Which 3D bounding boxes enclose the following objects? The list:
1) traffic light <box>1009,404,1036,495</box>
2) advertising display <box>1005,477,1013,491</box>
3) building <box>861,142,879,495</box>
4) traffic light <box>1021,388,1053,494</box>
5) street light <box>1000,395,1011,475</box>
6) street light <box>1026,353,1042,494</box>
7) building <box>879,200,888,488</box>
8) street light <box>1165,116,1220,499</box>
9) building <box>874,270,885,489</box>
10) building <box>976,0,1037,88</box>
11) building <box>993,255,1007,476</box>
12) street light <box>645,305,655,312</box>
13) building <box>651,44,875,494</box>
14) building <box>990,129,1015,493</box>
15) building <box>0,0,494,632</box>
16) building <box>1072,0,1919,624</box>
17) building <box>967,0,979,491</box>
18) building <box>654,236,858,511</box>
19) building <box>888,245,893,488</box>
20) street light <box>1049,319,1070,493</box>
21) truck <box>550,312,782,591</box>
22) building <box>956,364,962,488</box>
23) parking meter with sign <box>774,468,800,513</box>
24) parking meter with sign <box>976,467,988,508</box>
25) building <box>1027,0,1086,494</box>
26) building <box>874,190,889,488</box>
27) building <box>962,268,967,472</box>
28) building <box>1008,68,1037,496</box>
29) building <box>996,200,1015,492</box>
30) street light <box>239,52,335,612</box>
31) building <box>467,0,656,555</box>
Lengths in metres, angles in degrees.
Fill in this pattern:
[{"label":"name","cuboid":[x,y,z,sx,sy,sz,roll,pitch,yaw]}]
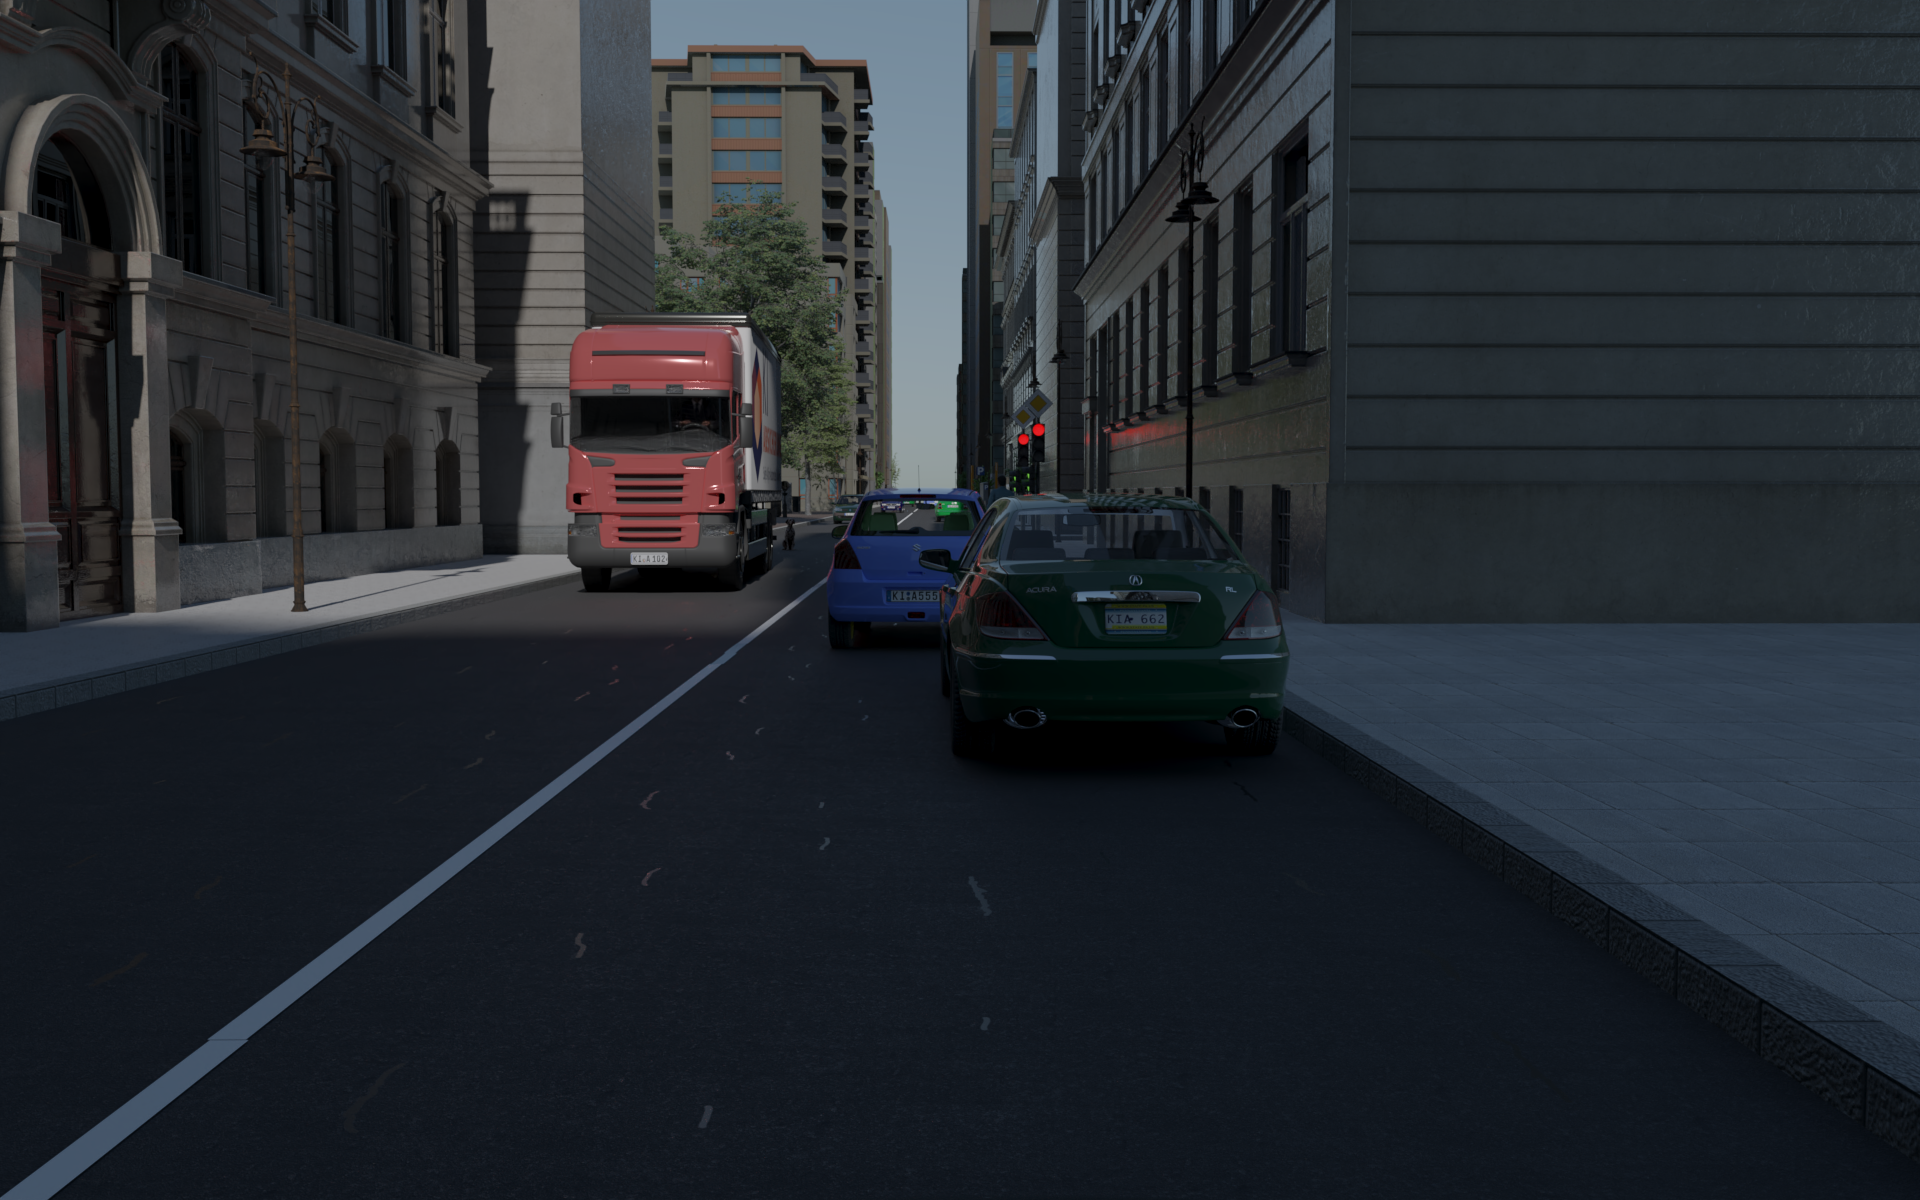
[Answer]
[{"label":"traffic light","cuboid":[1.956,-3.993,54.200,0.839,4.253,0.868,0,4,-1]},{"label":"advertising display","cuboid":[1.811,-3.621,64.416,0.123,1.923,0.974,-1,4,-8]},{"label":"building","cuboid":[-16.859,-31.299,195.335,14.154,41.232,14.086,0,4,-1]},{"label":"traffic light","cuboid":[2.062,-3.504,46.215,0.839,4.253,0.868,0,4,-1]},{"label":"street light","cuboid":[2.123,-6.590,80.541,0.468,5.910,1.993,0,4,-1]},{"label":"street light","cuboid":[2.417,-5.136,56.767,0.468,5.910,1.993,0,4,-1]},{"label":"building","cuboid":[-17.473,-33.660,233.940,14.154,41.232,14.086,0,4,-1]},{"label":"street light","cuboid":[2.886,-2.993,21.719,0.468,5.910,1.993,0,4,-1]},{"label":"building","cuboid":[-16.816,-27.401,219.701,14.160,30.474,14.107,0,4,-1]},{"label":"building","cuboid":[8.438,-30.824,154.088,14.600,45.320,14.200,0,4,-1]},{"label":"building","cuboid":[8.413,-17.279,118.675,11.583,22.565,21.152,0,4,-1]},{"label":"street light","cuboid":[-7.515,-4.264,42.506,0.468,5.910,1.993,0,4,-1]},{"label":"building","cuboid":[-19.815,-31.665,172.349,22.147,44.769,28.867,0,4,-1]},{"label":"building","cuboid":[9.415,-22.533,140.108,14.160,30.474,14.107,0,4,-1]},{"label":"building","cuboid":[-14.455,-12.096,16.862,14.460,24.649,34.723,0,4,-1]},{"label":"building","cuboid":[10.675,-12.075,30.714,16.112,22.955,30.059,0,4,-1]},{"label":"building","cuboid":[11.195,-38.788,176.190,21.231,58.520,28.212,0,4,-1]},{"label":"building","cuboid":[-23.001,-18.292,144.107,27.650,21.520,28.899,0,4,-1]},{"label":"building","cuboid":[-18.041,-36.277,276.717,14.154,41.232,14.086,0,4,-1]},{"label":"street light","cuboid":[2.617,-4.469,45.854,0.468,5.910,1.993,0,4,-1]},{"label":"truck","cuboid":[-4.548,-2.454,29.041,2.839,4.237,11.283,0,4,-2]},{"label":"building","cuboid":[13.472,-24.403,244.021,27.650,21.520,28.899,0,4,-1]},{"label":"parking meter with sign","cuboid":[-11.512,-7.261,114.977,1.738,3.016,0.543,0,4,-4]},{"label":"parking meter with sign","cuboid":[1.539,-6.919,109.394,0.543,3.016,1.738,-1,4,-17]},{"label":"building","cuboid":[15.043,-16.062,59.877,25.104,27.353,12.463,0,4,-1]},{"label":"building","cuboid":[-17.826,-37.431,262.103,14.600,45.320,14.200,0,4,-1]},{"label":"building","cuboid":[7.200,-27.518,221.619,14.160,30.474,14.107,0,4,-1]},{"label":"building","cuboid":[7.484,-14.106,79.786,9.793,20.994,18.267,0,4,-1]},{"label":"building","cuboid":[7.621,-14.310,98.588,10.561,19.102,19.286,0,4,-1]},{"label":"street light","cuboid":[-7.211,-2.810,18.733,0.468,5.910,1.993,0,4,-1]},{"label":"building","cuboid":[-16.785,-11.705,40.529,18.267,20.994,9.793,0,4,-1]}]
